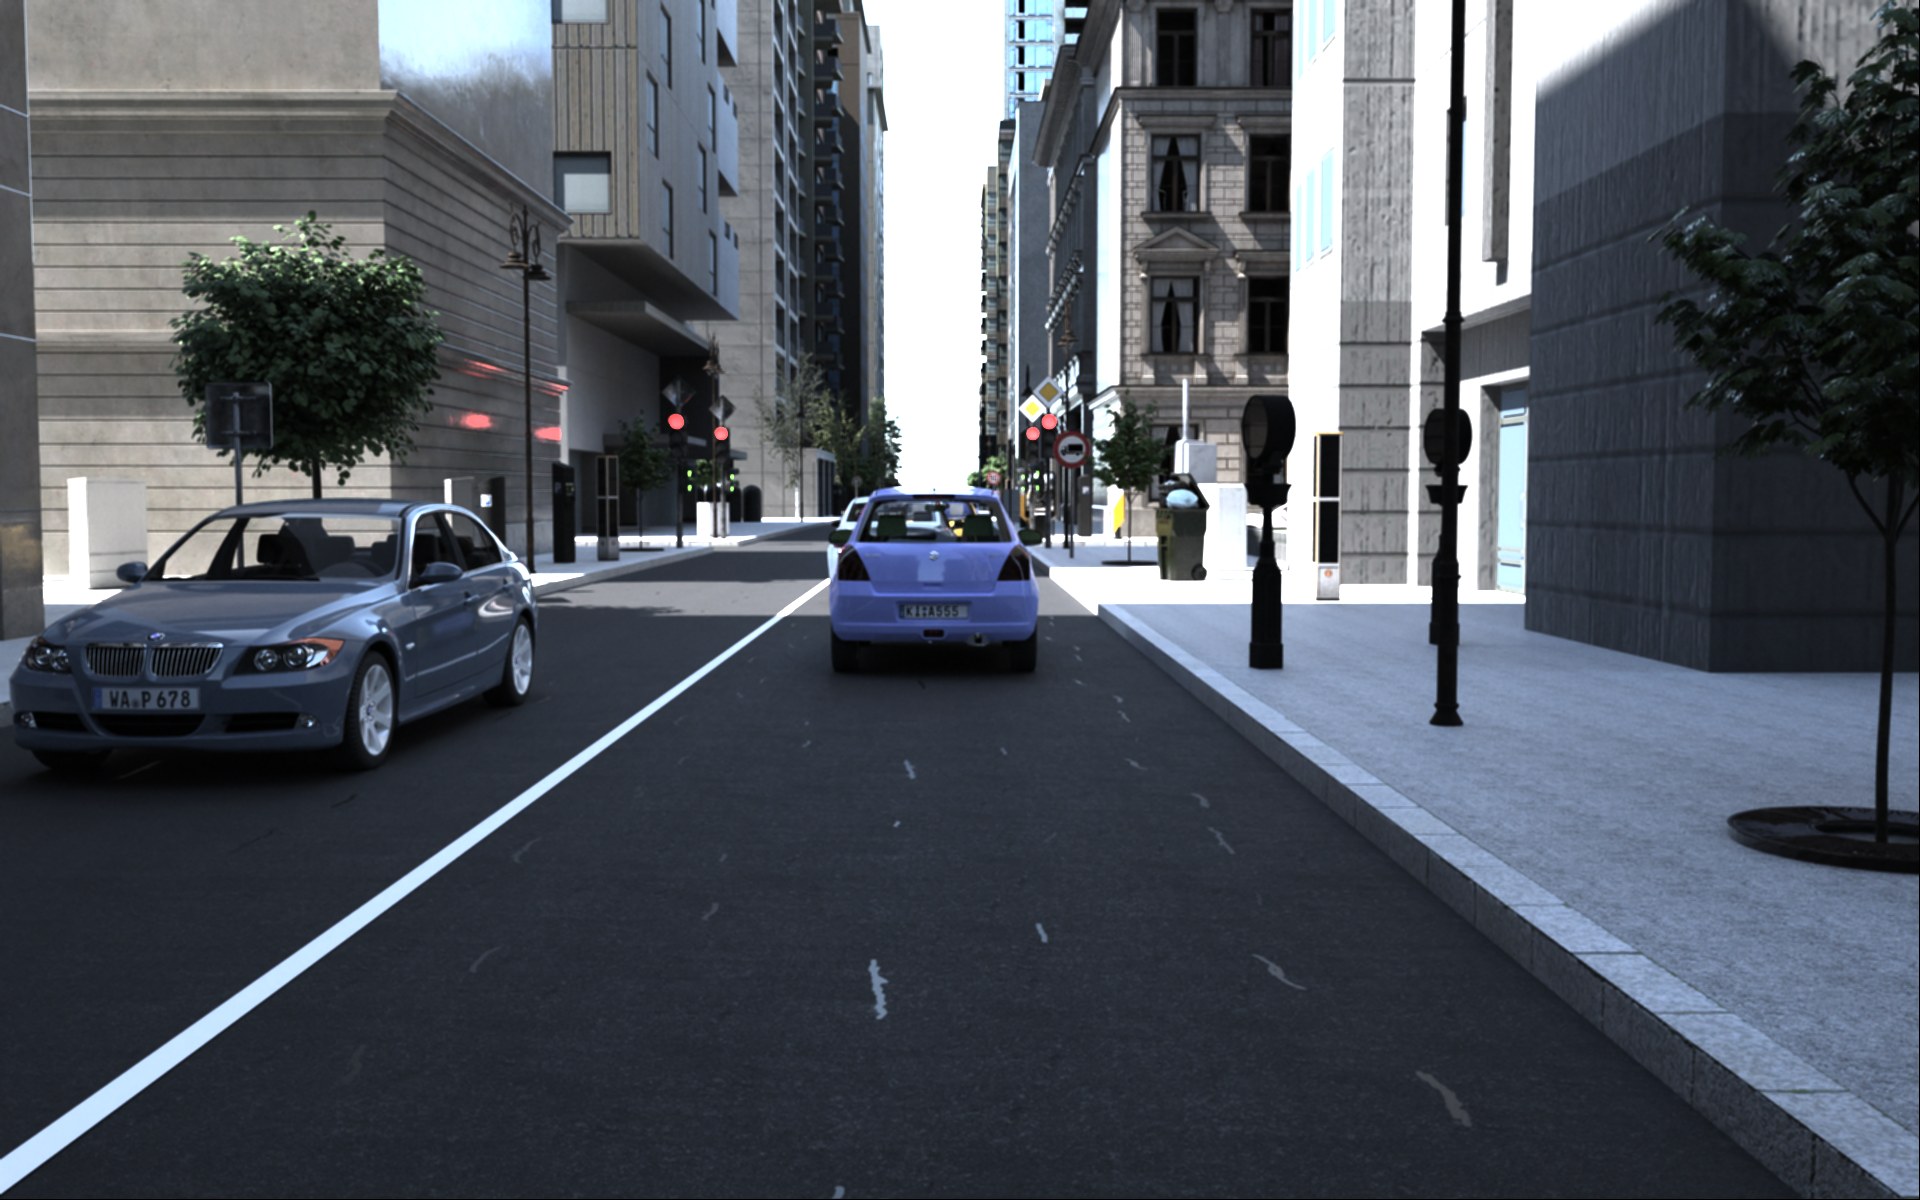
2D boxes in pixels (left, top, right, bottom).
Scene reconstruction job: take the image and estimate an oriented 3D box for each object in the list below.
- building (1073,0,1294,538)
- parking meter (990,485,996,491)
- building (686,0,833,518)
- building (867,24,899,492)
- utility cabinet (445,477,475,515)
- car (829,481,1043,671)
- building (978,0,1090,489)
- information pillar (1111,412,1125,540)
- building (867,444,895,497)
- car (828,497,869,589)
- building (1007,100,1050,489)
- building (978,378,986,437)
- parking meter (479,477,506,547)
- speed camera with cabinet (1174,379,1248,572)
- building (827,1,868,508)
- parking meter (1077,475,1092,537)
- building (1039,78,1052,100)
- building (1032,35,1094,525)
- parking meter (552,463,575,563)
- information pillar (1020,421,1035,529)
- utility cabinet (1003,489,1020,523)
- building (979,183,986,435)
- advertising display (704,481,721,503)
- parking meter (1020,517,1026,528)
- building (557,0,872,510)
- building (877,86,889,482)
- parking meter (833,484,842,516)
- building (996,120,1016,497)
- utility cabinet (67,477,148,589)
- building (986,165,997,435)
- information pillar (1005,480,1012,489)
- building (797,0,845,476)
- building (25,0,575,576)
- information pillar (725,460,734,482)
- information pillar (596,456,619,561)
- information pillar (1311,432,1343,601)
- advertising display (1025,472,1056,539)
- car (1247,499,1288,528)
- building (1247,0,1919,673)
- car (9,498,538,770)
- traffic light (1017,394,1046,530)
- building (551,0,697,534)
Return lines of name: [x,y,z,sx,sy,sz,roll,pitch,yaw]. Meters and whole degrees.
building: [13.574,-11.642,54.971,19.286,19.102,10.561,0,4,0]
parking meter: [1.890,-5.714,99.138,0.255,1.863,0.399,2,4,26]
building: [-17.862,-40.486,100.195,20.563,71.187,20.611,0,4,0]
building: [-19.840,-50.843,269.529,20.563,71.187,20.611,0,4,0]
utility cabinet: [-6.651,-0.876,22.996,0.318,1.500,1.173,-1,4,-20]
car: [-0.217,-0.350,15.322,1.945,1.707,3.694,0,4,-1]
building: [13.335,-53.156,181.772,22.319,86.520,31.000,0,4,0]
information pillar: [4.472,-3.502,48.612,0.183,3.616,0.504,-2,4,-27]
building: [-25.571,-33.989,247.595,32.217,40.220,23.993,0,4,0]
car: [-0.908,-0.796,25.019,2.014,1.417,4.499,0,4,1]
building: [9.431,-18.124,114.344,12.078,24.808,19.932,0,4,0]
building: [16.840,-25.953,269.374,27.650,21.520,28.899,0,4,0]
parking meter: [-6.770,-1.020,25.082,0.372,1.533,0.369,0,3,0]
speed camera with cabinet: [4.236,-2.140,29.326,0.660,3.252,2.038,-1,4,-13]
building: [-15.718,-31.154,159.476,14.600,45.320,14.200,0,4,0]
parking meter: [3.727,-2.847,52.254,0.255,1.863,0.399,2,4,28]
building: [19.204,-28.373,155.774,32.217,40.220,23.993,0,4,0]
building: [8.814,-14.252,83.935,10.553,20.767,40.483,0,4,0]
parking meter: [-7.368,-1.622,32.233,0.399,1.863,0.255,3,4,38]
information pillar: [2.151,-3.892,54.986,0.504,3.616,0.183,-1,4,-9]
utility cabinet: [2.533,-4.177,76.979,1.173,1.500,0.318,1,4,20]
building: [13.738,-35.756,239.227,22.147,44.769,28.867,0,4,0]
advertising display: [-12.594,-5.089,88.419,0.974,1.923,0.123,0,4,7]
parking meter: [2.421,-3.683,65.924,0.255,1.863,0.399,0,4,-3]
building: [-23.986,-36.158,180.415,28.713,52.752,27.495,0,4,0]
building: [-23.763,-38.672,221.527,28.713,52.752,27.495,0,4,0]
parking meter: [-7.159,-5.796,100.472,0.399,1.863,0.255,1,4,16]
building: [9.847,-22.343,137.002,14.160,30.474,14.107,0,4,0]
utility cabinet: [-11.597,-0.912,23.585,0.318,1.500,1.173,1,4,12]
building: [10.218,-32.678,217.878,14.154,41.232,14.086,0,4,0]
information pillar: [2.482,-5.114,88.101,0.304,2.012,0.304,-1,4,-8]
building: [-20.756,-29.562,137.970,22.147,44.769,28.867,0,4,0]
building: [-25.819,-13.085,33.032,34.723,24.649,14.460,0,4,0]
information pillar: [-10.792,-5.463,80.678,0.504,3.616,0.183,1,4,13]
information pillar: [-6.780,-1.764,33.336,0.304,2.012,0.304,2,4,35]
information pillar: [4.403,-0.997,20.787,0.304,2.012,0.304,0,4,1]
advertising display: [2.319,-2.736,49.945,0.974,1.923,0.123,2,4,31]
car: [8.761,-1.983,44.780,4.827,1.381,2.083,0,3,0]
building: [15.782,-29.522,24.676,21.231,58.520,28.212,0,4,0]
car: [-3.862,0.090,10.525,2.014,1.417,4.499,0,4,1]
traffic light: [2.030,-3.677,49.034,0.839,4.253,0.868,0,4,0]
building: [-22.721,-28.904,61.812,28.713,52.752,27.495,0,4,0]
